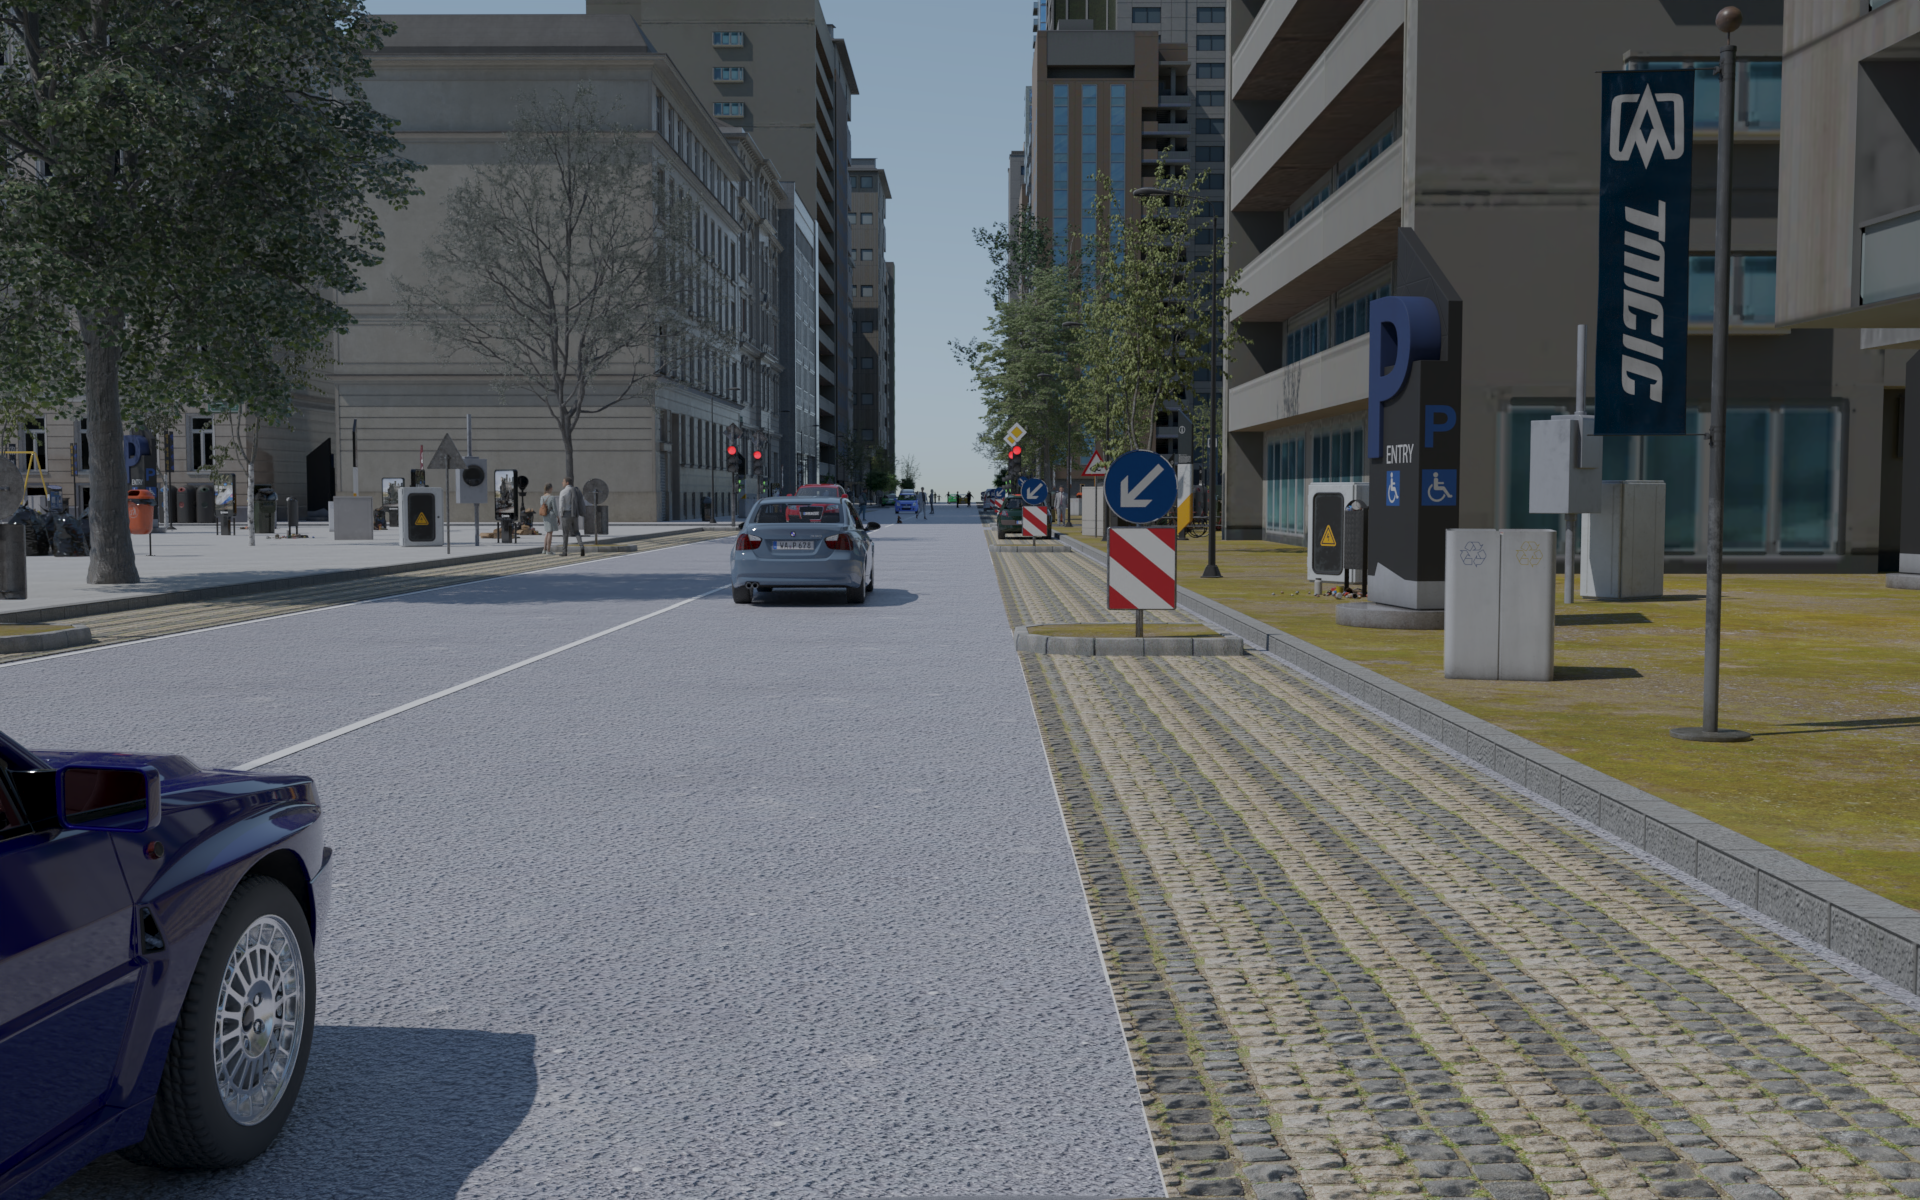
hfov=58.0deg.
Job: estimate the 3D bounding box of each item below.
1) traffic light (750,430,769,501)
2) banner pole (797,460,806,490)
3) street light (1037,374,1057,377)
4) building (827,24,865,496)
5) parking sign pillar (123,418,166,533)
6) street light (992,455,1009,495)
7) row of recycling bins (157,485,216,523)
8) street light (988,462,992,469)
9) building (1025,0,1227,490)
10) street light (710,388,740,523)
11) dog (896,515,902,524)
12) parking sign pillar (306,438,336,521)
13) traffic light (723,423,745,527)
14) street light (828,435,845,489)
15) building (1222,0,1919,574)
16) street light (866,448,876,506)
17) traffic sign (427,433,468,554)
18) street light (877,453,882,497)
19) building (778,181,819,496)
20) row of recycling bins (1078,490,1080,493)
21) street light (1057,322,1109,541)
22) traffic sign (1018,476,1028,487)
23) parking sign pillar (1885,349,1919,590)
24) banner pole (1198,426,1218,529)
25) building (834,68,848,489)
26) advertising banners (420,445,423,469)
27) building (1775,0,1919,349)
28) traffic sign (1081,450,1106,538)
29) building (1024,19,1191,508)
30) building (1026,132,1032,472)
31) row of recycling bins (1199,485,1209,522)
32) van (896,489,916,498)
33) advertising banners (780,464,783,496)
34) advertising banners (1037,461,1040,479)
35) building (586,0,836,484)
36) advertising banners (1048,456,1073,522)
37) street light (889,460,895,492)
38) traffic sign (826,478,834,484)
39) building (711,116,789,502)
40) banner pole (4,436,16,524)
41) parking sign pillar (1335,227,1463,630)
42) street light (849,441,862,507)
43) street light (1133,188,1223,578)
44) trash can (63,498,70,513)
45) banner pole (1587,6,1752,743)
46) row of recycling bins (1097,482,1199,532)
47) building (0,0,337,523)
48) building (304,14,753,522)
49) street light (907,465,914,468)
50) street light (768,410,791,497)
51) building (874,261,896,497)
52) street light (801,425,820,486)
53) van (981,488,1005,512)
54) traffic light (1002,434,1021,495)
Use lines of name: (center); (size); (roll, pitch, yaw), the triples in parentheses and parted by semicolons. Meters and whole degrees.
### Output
traffic light: (-8.800, -5.312, 75.767); (0.839, 4.253, 0.868); (0, 4, 0)
banner pole: (-11.437, -8.305, 125.803); (0.863, 3.779, 0.401); (-1, 4, -17)
street light: (3.685, -5.778, 67.008); (1.470, 5.913, 1.316); (0, 4, 0)
building: (-26.644, -37.368, 200.212); (28.713, 52.752, 27.495); (0, 4, 0)
parking sign pillar: (-26.924, -4.185, 56.903); (1.447, 3.967, 1.447); (3, 4, 38)
street light: (4.833, -14.329, 206.814); (1.470, 5.913, 1.316); (0, 4, 0)
row of recycling bins: (-34.483, -4.232, 76.303); (3.534, 1.692, 1.069); (0, 4, 6)
street light: (5.130, -16.953, 249.717); (1.470, 5.913, 1.316); (0, 4, 0)
building: (17.404, -45.490, 182.009); (20.563, 71.187, 20.611); (0, 4, 0)
street light: (-10.272, -6.308, 75.670); (1.470, 5.913, 1.316); (0, 4, 0)
dog: (-3.028, -3.911, 84.131); (0.550, 0.427, 0.748); (2, 4, 29)
parking sign pillar: (-30.617, -5.780, 82.976); (1.447, 3.967, 1.447); (1, 4, 16)
traffic light: (-8.862, -4.823, 67.782); (0.839, 4.253, 0.868); (0, 4, 0)
street light: (-9.838, -10.071, 137.202); (1.470, 5.913, 1.316); (0, 4, 0)
building: (17.938, -25.262, 36.731); (21.300, 48.544, 21.600); (0, 4, 0)
street light: (-9.465, -12.291, 173.504); (1.470, 5.913, 1.316); (0, 4, 0)
traffic sign: (-10.911, -2.256, 36.885); (0.884, 2.594, 0.081); (0, 4, 2)
street light: (-9.449, -13.549, 194.072); (1.470, 5.913, 1.316); (0, 4, 0)
building: (-18.397, -19.756, 141.028); (12.078, 24.808, 19.932); (0, 4, 0)
row of recycling bins: (9.539, -7.627, 131.814); (1.069, 1.692, 3.534); (1, 4, 12)
street light: (3.456, -4.546, 46.870); (1.470, 5.913, 1.316); (0, 4, 0)
traffic sign: (4.511, -7.609, 124.516); (0.768, 2.556, 0.104); (0, 4, 4)
parking sign pillar: (13.401, -2.138, 23.430); (1.447, 3.967, 1.447); (-1, 4, -10)
banner pole: (9.162, -4.519, 63.909); (0.863, 3.779, 0.401); (3, 4, 38)
building: (-19.088, -32.383, 179.572); (14.600, 45.320, 14.200); (0, 4, 0)
advertising banners: (-18.781, -3.957, 60.887); (0.090, 3.025, 2.074); (-2, 4, -25)
building: (14.066, -20.036, 11.189); (14.154, 41.232, 14.086); (0, 4, 0)
traffic sign: (4.009, -3.119, 51.001); (0.884, 2.594, 0.081); (0, 4, 7)
building: (13.965, -31.519, 165.452); (14.600, 45.320, 14.200); (0, 4, 0)
building: (19.264, -36.023, 208.587); (23.786, 49.044, 30.456); (0, 4, 0)
row of recycling bins: (10.342, -4.358, 78.366); (1.069, 1.692, 3.534); (2, 4, 25)
van: (-4.754, -9.127, 156.238); (2.013, 2.044, 4.112); (0, 4, -1)
advertising banners: (-10.540, -6.445, 101.571); (0.090, 3.025, 2.074); (0, 4, 4)
advertising banners: (4.433, -5.940, 93.303); (0.090, 3.025, 2.074); (1, 4, 20)
building: (-23.103, -32.873, 161.167); (21.300, 48.544, 21.600); (0, 4, 0)
advertising banners: (4.595, -5.056, 78.854); (0.090, 3.025, 2.074); (2, 4, 35)
street light: (-9.136, -14.781, 214.210); (1.470, 5.913, 1.316); (0, 4, 0)
traffic sign: (-10.203, -8.312, 135.912); (0.884, 2.594, 0.081); (0, 4, 2)
building: (-19.829, -20.285, 119.052); (14.401, 28.519, 23.554); (0, 4, 0)
banner pole: (-41.308, -5.221, 75.379); (0.401, 3.779, 0.863); (0, 4, 7)
parking sign pillar: (4.435, -1.741, 16.931); (1.447, 3.967, 1.447); (0, 4, -7)
street light: (-9.651, -10.990, 152.224); (1.470, 5.913, 1.316); (0, 4, 0)
street light: (3.328, -3.297, 26.447); (1.470, 5.913, 1.316); (0, 4, 0)
trash can: (-35.088, -3.418, 67.542); (0.748, 1.137, 0.748); (0, 3, 0)
banner pole: (3.724, -1.163, 9.040); (0.863, 3.779, 0.401); (0, 4, 7)
row of recycling bins: (6.189, -3.171, 58.951); (3.534, 1.692, 1.069); (1, 4, 23)
building: (-41.731, -18.202, 83.502); (20.117, 28.700, 13.634); (0, 4, 0)
building: (-20.880, -15.823, 91.987); (16.112, 22.955, 30.059); (0, 4, 0)
street light: (-8.514, -19.799, 296.254); (1.470, 5.913, 1.316); (0, 4, 0)
street light: (-10.056, -7.539, 95.808); (1.470, 5.913, 1.316); (0, 4, 0)
building: (-18.402, -37.490, 296.561); (14.154, 41.232, 14.086); (0, 4, 0)
street light: (-10.085, -8.790, 116.259); (1.470, 5.913, 1.316); (0, 4, 0)
van: (2.590, -7.590, 131.104); (2.013, 2.044, 4.112); (0, 4, 1)
traffic light: (2.261, -5.307, 75.698); (0.839, 4.253, 0.868); (0, 4, 0)
